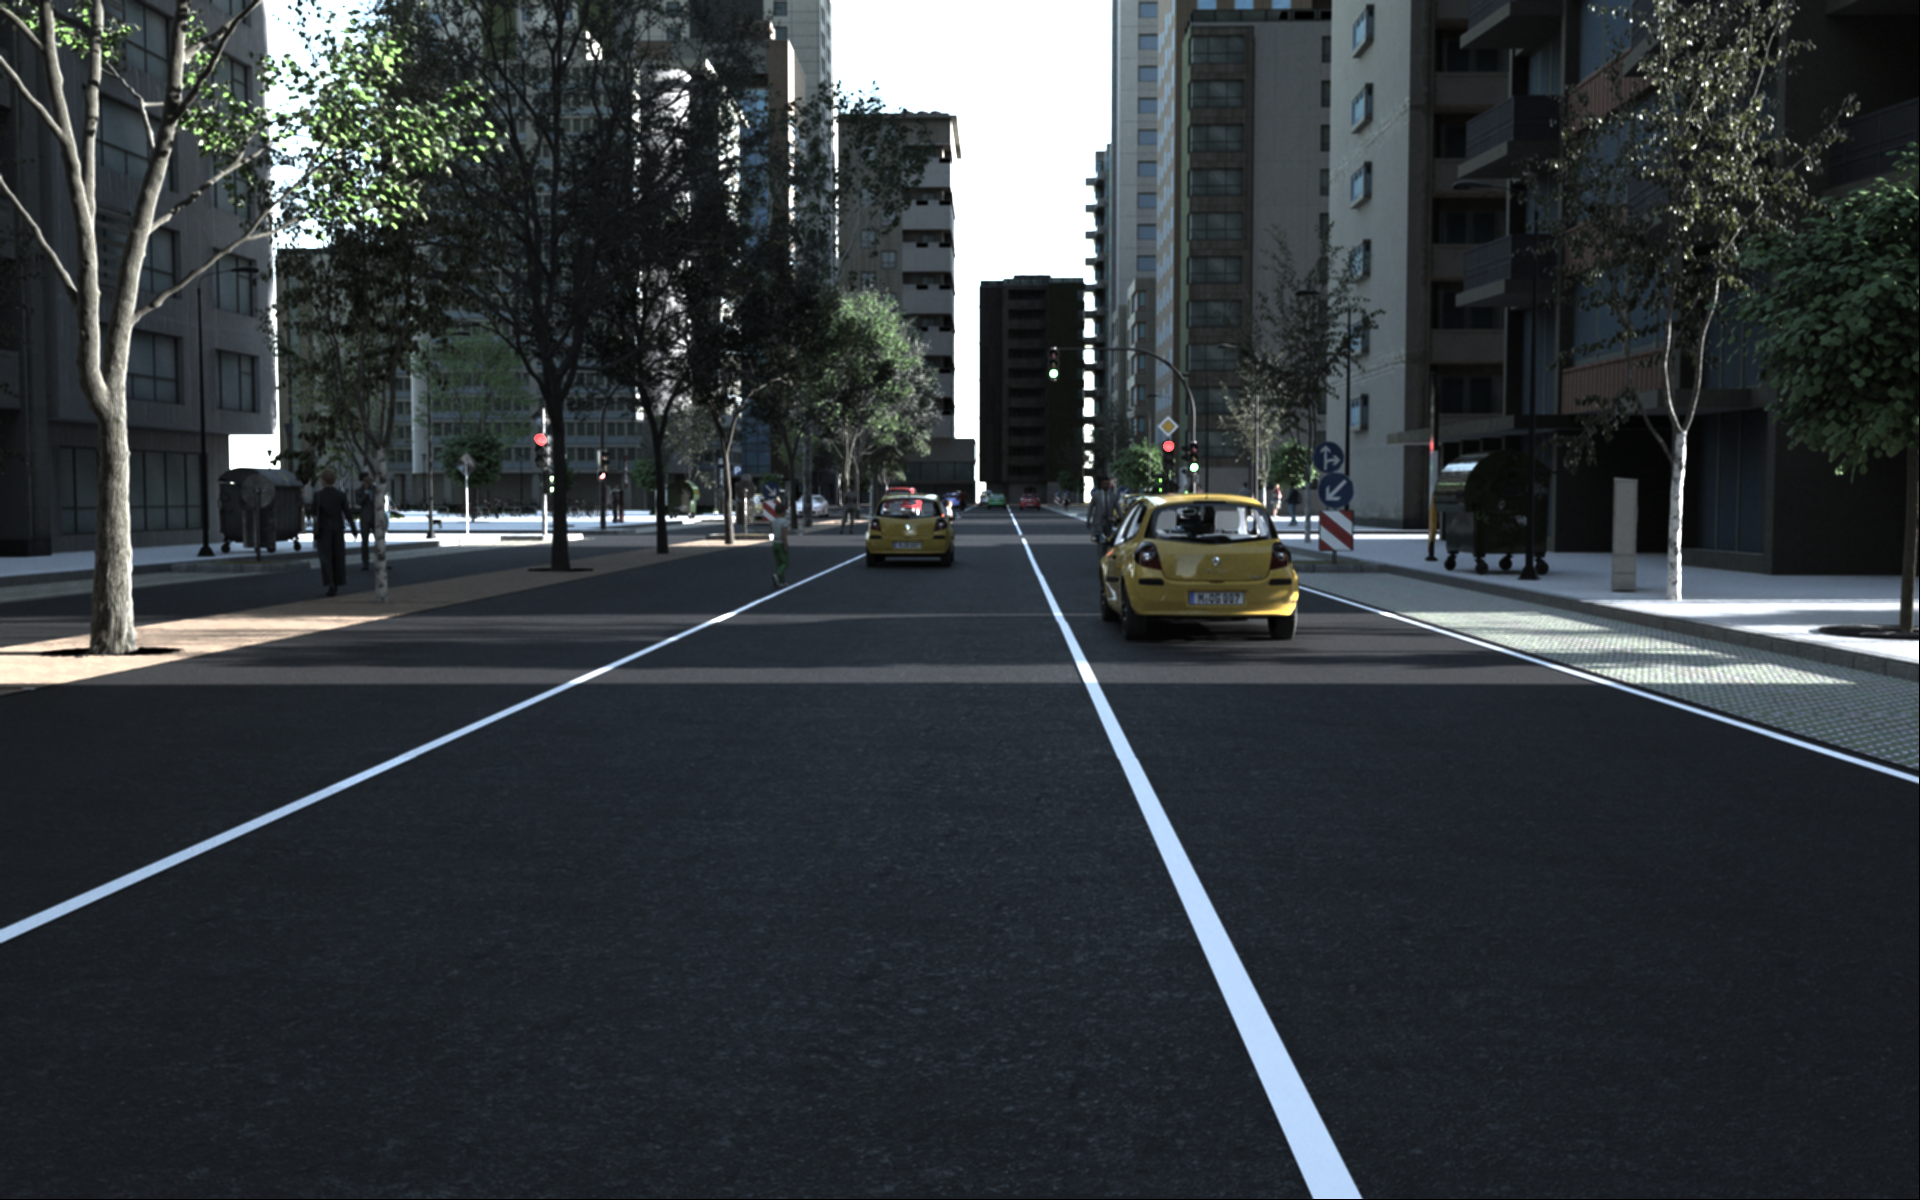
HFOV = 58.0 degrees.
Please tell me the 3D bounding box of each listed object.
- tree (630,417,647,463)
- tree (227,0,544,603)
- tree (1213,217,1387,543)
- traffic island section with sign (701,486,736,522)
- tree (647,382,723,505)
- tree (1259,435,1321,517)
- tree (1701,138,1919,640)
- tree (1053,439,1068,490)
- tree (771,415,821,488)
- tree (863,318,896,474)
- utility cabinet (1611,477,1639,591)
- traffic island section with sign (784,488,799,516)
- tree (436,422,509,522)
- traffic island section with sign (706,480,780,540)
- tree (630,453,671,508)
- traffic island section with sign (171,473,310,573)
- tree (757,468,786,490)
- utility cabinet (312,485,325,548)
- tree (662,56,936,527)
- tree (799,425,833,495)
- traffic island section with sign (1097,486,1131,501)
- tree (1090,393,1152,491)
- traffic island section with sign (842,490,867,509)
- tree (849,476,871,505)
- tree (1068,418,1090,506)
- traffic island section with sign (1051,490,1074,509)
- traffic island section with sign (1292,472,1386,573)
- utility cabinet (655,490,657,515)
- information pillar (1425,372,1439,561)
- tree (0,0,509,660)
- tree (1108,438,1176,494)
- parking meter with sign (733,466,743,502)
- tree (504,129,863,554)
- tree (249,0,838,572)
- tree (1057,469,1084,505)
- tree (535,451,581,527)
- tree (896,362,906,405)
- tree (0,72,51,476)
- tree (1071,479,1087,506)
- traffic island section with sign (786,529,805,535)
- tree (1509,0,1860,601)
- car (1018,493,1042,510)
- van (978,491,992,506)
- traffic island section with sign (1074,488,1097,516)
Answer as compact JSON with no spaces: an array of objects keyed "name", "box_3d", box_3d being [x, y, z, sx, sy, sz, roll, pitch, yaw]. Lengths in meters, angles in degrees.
[{"name":"tree","box_3d":[-22.350,-10.998,130.174,4.360,8.622,3.978,0,3,0]},{"name":"tree","box_3d":[-7.643,-4.282,22.833,4.360,8.622,3.978,0,3,0]},{"name":"tree","box_3d":[8.957,-5.825,45.606,4.360,8.622,3.978,0,3,0]},{"name":"traffic island section with sign","box_3d":[-11.953,-4.837,87.714,1.989,1.847,2.006,0,4,1]},{"name":"tree","box_3d":[-15.232,-8.976,97.114,4.360,8.622,3.978,0,3,0]},{"name":"tree","box_3d":[18.392,-6.897,96.475,4.285,4.588,4.351,0,3,0]},{"name":"tree","box_3d":[8.593,-1.960,15.768,4.285,4.588,4.351,0,3,0]},{"name":"tree","box_3d":[12.208,-14.181,182.221,4.360,8.622,3.978,0,3,0]},{"name":"tree","box_3d":[-13.462,-11.639,140.665,4.737,8.622,4.395,0,3,0]},{"name":"tree","box_3d":[-6.502,-6.869,49.183,8.767,10.594,7.601,0,4,1]},{"name":"utility cabinet","box_3d":[8.911,-0.887,23.187,0.318,1.500,1.173,1,4,21]},{"name":"traffic island section with sign","box_3d":[-11.307,-6.487,114.697,1.989,1.847,2.006,0,4,1]},{"name":"tree","box_3d":[-22.234,-5.837,79.149,4.285,4.588,4.351,0,3,0]},{"name":"traffic island section with sign","box_3d":[-6.866,-2.841,54.585,2.006,1.907,1.989,0,4,1]},{"name":"tree","box_3d":[-24.297,-9.320,136.099,4.285,4.588,4.351,0,3,0]},{"name":"traffic island section with sign","box_3d":[-13.301,-1.448,32.302,1.989,1.847,2.006,0,4,1]},{"name":"tree","box_3d":[-14.352,-8.510,133.733,1.663,3.219,1.824,0,3,0]},{"name":"utility cabinet","box_3d":[-14.992,-1.961,40.746,0.318,1.500,1.173,-1,4,-12]},{"name":"tree","box_3d":[-7.727,-13.216,74.432,12.611,20.169,13.585,0,3,0]},{"name":"tree","box_3d":[-12.534,-12.644,157.091,4.360,8.622,3.978,0,3,0]},{"name":"traffic island section with sign","box_3d":[8.043,-4.768,86.580,1.989,1.847,2.006,0,4,1]},{"name":"tree","box_3d":[12.526,-11.116,132.105,4.360,8.622,3.978,0,3,0]},{"name":"traffic island section with sign","box_3d":[-10.109,-9.516,164.206,1.989,1.847,2.006,0,4,1]},{"name":"tree","box_3d":[-11.820,-13.516,204.699,4.285,4.588,4.351,0,3,0]},{"name":"tree","box_3d":[12.355,-12.792,159.504,4.360,8.622,3.978,0,3,0]},{"name":"traffic island section with sign","box_3d":[9.917,-9.514,164.187,1.989,1.847,2.006,0,4,1]},{"name":"traffic island section with sign","box_3d":[6.735,-1.443,32.225,1.989,1.847,2.006,0,4,1]},{"name":"utility cabinet","box_3d":[-14.829,-4.693,85.403,0.318,1.500,1.173,-1,4,-13]},{"name":"information pillar","box_3d":[9.067,-2.557,33.159,0.183,3.616,0.504,0,4,6]},{"name":"tree","box_3d":[-7.464,-5.308,14.991,9.928,11.665,9.643,0,3,0]},{"name":"tree","box_3d":[10.649,-7.425,105.113,4.285,4.588,4.351,0,3,0]},{"name":"parking meter with sign","box_3d":[-13.752,-6.811,107.616,0.543,3.016,1.738,-1,4,-12]},{"name":"tree","box_3d":[-7.091,-6.400,41.508,8.767,10.594,7.601,0,4,1]},{"name":"tree","box_3d":[-7.373,-7.260,31.536,12.009,13.543,11.850,0,3,0]},{"name":"tree","box_3d":[12.936,-13.401,202.817,4.285,4.588,4.351,0,3,0]},{"name":"tree","box_3d":[-15.818,-4.523,68.557,1.663,3.219,1.824,0,3,0]},{"name":"tree","box_3d":[-6.128,-7.806,64.497,8.767,10.594,7.601,0,4,1]},{"name":"tree","box_3d":[-16.506,-4.727,27.653,4.360,8.622,3.978,0,3,0]},{"name":"tree","box_3d":[13.015,-11.916,189.420,1.663,3.219,1.824,0,3,0]},{"name":"traffic island section with sign","box_3d":[-6.677,-3.294,61.990,2.006,1.907,1.989,0,4,1]},{"name":"tree","box_3d":[8.685,-4.315,20.907,4.360,8.622,3.978,0,3,0]},{"name":"car","box_3d":[6.174,-8.783,152.643,2.155,1.783,4.494,0,4,3]},{"name":"van","box_3d":[3.188,-12.239,207.124,2.013,2.044,4.112,0,4,1]},{"name":"traffic island section with sign","box_3d":[8.690,-6.416,113.528,1.989,1.847,2.006,0,4,1]}]
